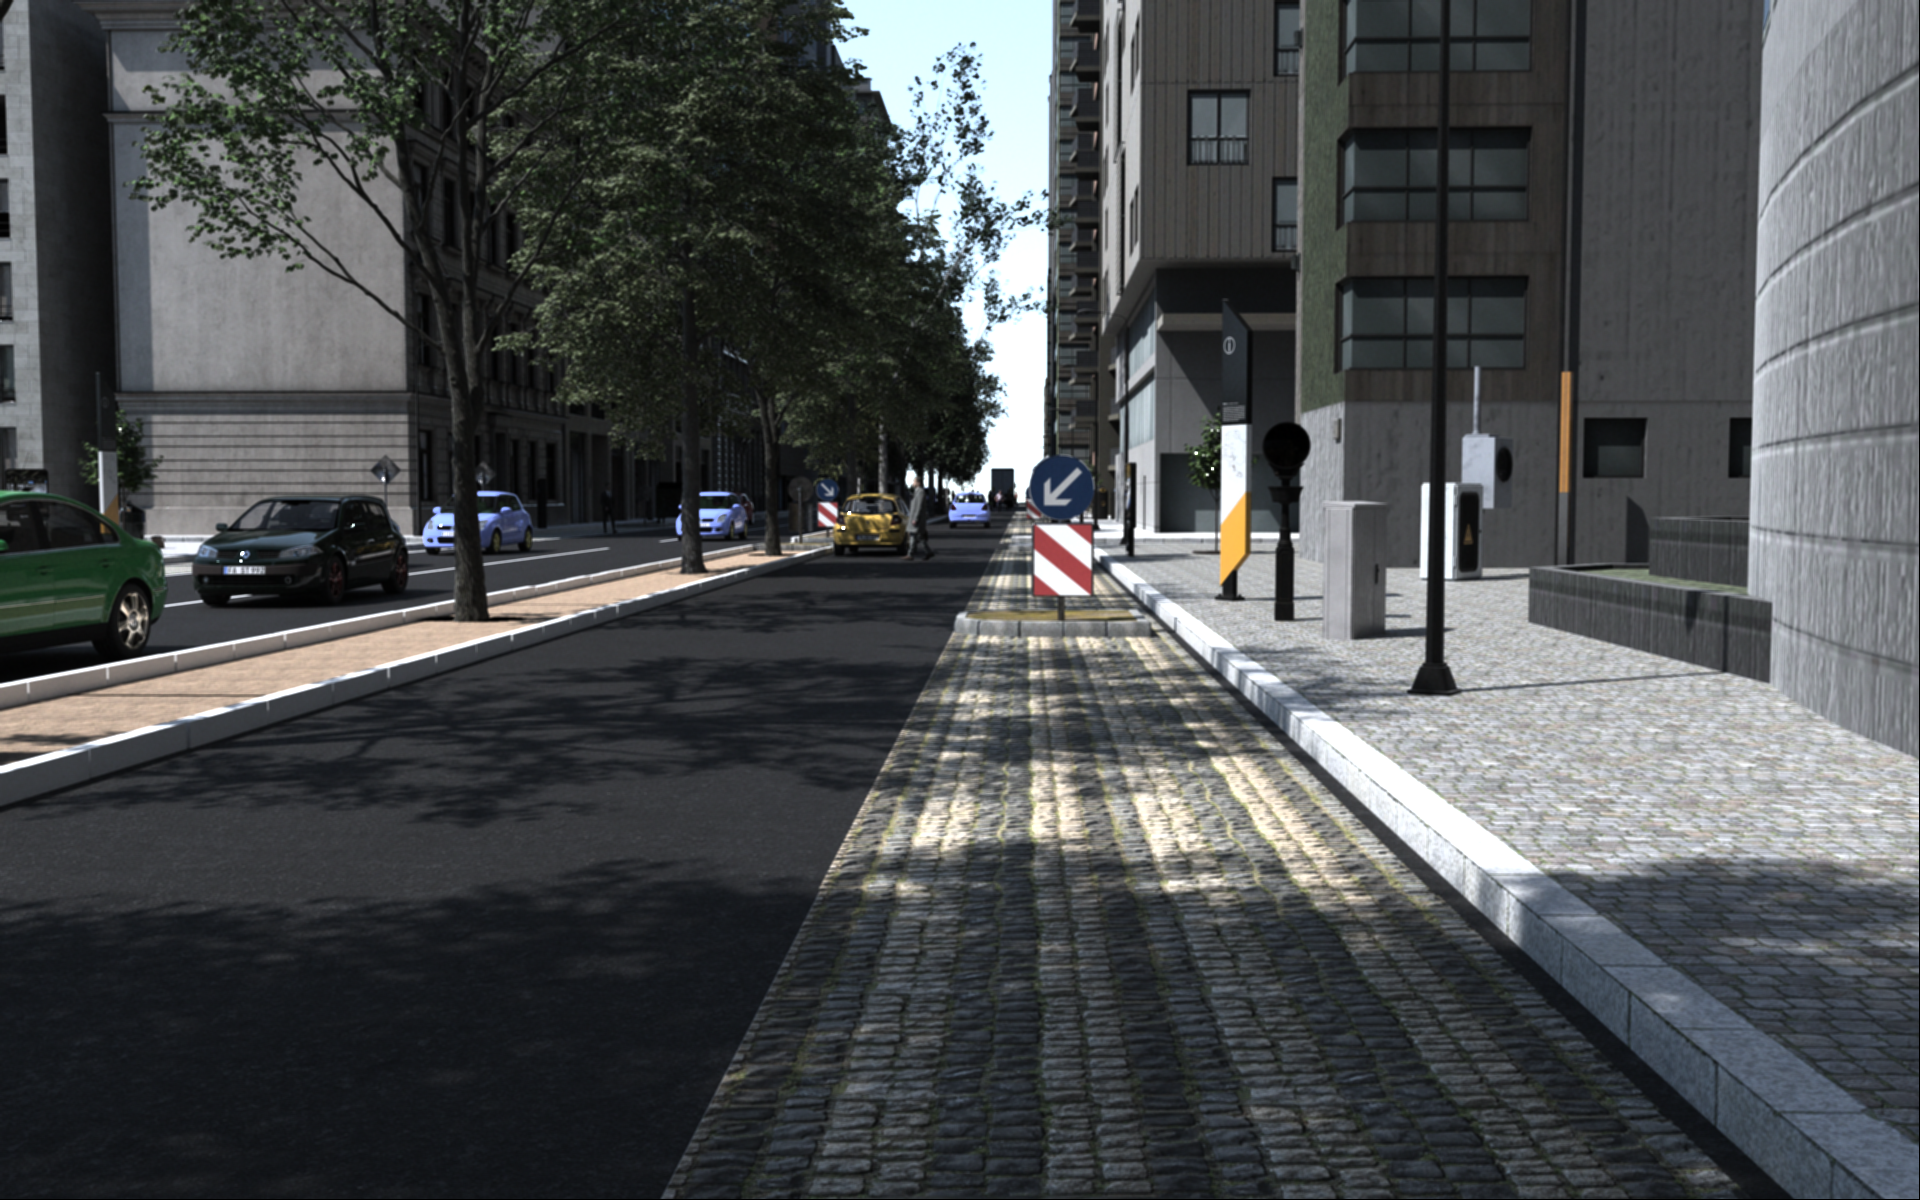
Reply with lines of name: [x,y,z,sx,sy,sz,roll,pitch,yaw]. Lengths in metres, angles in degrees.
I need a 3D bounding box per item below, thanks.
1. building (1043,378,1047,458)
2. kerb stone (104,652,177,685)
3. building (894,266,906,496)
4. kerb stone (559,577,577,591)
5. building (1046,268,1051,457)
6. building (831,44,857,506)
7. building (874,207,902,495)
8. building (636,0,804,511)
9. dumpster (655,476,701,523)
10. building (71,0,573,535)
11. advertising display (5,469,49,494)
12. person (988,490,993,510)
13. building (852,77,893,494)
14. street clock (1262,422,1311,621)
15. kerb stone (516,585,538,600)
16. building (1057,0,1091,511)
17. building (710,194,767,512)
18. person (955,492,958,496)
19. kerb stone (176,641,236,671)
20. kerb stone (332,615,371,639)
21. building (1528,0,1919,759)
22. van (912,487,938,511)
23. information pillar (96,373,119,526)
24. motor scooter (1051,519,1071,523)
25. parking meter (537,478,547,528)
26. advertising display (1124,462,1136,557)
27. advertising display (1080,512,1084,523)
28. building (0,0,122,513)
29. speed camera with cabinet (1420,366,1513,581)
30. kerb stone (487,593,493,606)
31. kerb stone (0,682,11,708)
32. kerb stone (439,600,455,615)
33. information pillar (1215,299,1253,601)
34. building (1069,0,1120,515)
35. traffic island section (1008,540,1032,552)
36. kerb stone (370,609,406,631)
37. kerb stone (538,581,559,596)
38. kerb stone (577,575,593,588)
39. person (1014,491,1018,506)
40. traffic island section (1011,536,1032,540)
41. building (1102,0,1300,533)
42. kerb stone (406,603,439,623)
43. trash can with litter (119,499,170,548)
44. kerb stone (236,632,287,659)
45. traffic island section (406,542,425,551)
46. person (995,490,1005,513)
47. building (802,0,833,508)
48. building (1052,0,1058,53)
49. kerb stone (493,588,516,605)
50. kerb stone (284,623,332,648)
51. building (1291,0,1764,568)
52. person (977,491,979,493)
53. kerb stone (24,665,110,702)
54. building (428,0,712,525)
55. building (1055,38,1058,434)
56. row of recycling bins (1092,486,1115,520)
building: [27.020,-26.086,271.549,27.650,21.520,28.899,0,4,2]
kerb stone: [-6.368,0.540,13.373,0.120,0.150,1.000,0,4,2]
building: [-16.105,-36.213,275.684,14.154,41.232,14.086,0,4,2]
kerb stone: [-5.899,-0.206,25.650,0.120,0.150,1.000,0,4,2]
building: [18.095,-27.522,221.687,14.160,30.474,14.107,0,4,2]
building: [-22.423,-34.074,180.815,21.300,48.544,21.600,0,4,2]
building: [-19.882,-36.625,253.448,22.147,44.769,28.867,0,4,2]
building: [-19.945,-29.613,134.291,14.600,45.320,14.200,0,4,2]
dumpster: [-13.191,-4.654,81.045,1.985,2.255,1.502,0,4,3]
building: [-21.319,-12.092,62.331,10.561,19.102,19.286,0,4,2]
advertising display: [-23.979,-2.405,44.543,0.974,1.923,0.123,-2,4,-29]
person: [2.723,-8.902,154.592,0.434,1.755,0.990,2,4,24]
building: [-23.494,-38.850,224.439,28.713,52.752,27.495,0,4,2]
street clock: [3.290,-0.792,17.519,0.471,2.002,0.358,0,4,8]
kerb stone: [-5.980,-0.086,23.597,0.120,0.150,1.000,0,4,2]
building: [14.656,-27.686,136.266,14.154,41.232,14.086,0,4,2]
building: [-19.547,-17.652,117.488,11.050,23.489,19.941,0,4,2]
person: [-0.380,-16.753,283.192,1.217,1.735,0.721,0,4,2]
kerb stone: [-6.324,0.479,14.395,0.120,0.150,1.000,0,4,2]
kerb stone: [-6.209,0.290,17.459,0.120,0.150,1.000,0,4,2]
building: [14.899,-28.269,4.205,21.231,58.520,28.212,0,4,2]
van: [-2.847,-8.755,147.526,2.240,2.365,5.245,0,4,2]
information pillar: [-16.617,-2.594,33.763,0.183,3.616,0.504,0,4,8]
motor scooter: [2.035,-1.350,34.855,0.815,1.314,1.986,0,4,3]
parking meter: [-15.635,-3.612,64.762,0.255,1.863,0.399,-2,4,-31]
advertising display: [3.518,-1.870,35.786,0.123,1.923,0.974,0,4,-2]
advertising display: [4.441,-3.547,63.215,0.123,1.923,0.974,0,3,0]
building: [-36.020,-12.406,57.590,16.860,20.320,10.420,0,4,2]
speed camera with cabinet: [7.709,-1.952,26.258,0.660,3.252,2.038,3,5,41]
kerb stone: [-6.053,0.040,21.547,0.120,0.150,1.000,0,4,2]
kerb stone: [-6.437,0.666,11.313,0.120,0.150,1.000,0,4,2]
kerb stone: [-6.092,0.102,20.526,0.120,0.150,1.000,0,4,2]
information pillar: [3.302,-1.798,20.757,0.183,3.616,0.504,-2,4,-30]
building: [18.284,-27.935,111.369,22.147,44.769,28.867,0,4,2]
traffic island section: [2.231,-1.319,43.852,2.009,0.180,2.903,0,4,2]
kerb stone: [-6.178,0.227,18.481,0.120,0.150,1.000,0,4,2]
kerb stone: [-5.938,-0.134,24.622,0.120,0.150,1.000,0,4,2]
kerb stone: [-5.870,-0.274,26.671,0.120,0.150,1.000,0,4,2]
person: [6.979,-12.731,216.590,0.705,1.831,1.348,-1,4,-18]
traffic island section: [2.531,-1.807,51.831,2.009,0.180,2.903,0,4,2]
building: [19.064,-29.165,66.085,27.495,52.752,28.713,0,4,2]
kerb stone: [-6.128,0.168,19.502,0.120,0.150,1.000,0,4,2]
trash can with litter: [-19.238,-1.801,40.838,1.055,1.170,0.624,-2,4,-27]
kerb stone: [-6.289,0.419,15.417,0.120,0.150,1.000,0,4,2]
traffic island section: [-14.748,-1.358,44.492,2.009,0.180,2.903,0,4,2]
person: [3.029,-7.487,131.857,0.756,1.711,0.436,0,3,0]
building: [-23.496,-37.505,155.202,21.231,58.520,28.212,0,4,2]
building: [20.396,-39.475,187.408,21.231,58.520,28.212,0,4,2]
kerb stone: [-6.023,-0.023,22.576,0.120,0.150,1.000,0,4,2]
kerb stone: [-6.241,0.352,16.438,0.120,0.150,1.000,0,4,2]
building: [13.913,-16.149,35.737,14.160,30.474,14.107,0,4,2]
person: [1.437,-8.477,147.815,0.721,1.735,1.217,1,4,15]
kerb stone: [-6.403,0.603,12.340,0.120,0.150,1.000,0,4,2]
building: [-25.476,-17.415,89.248,19.350,26.468,34.151,0,4,2]
building: [19.983,-32.954,158.413,23.786,49.044,30.456,0,4,2]
row of recycling bins: [8.370,-4.887,87.012,3.534,1.692,1.069,1,4,13]
